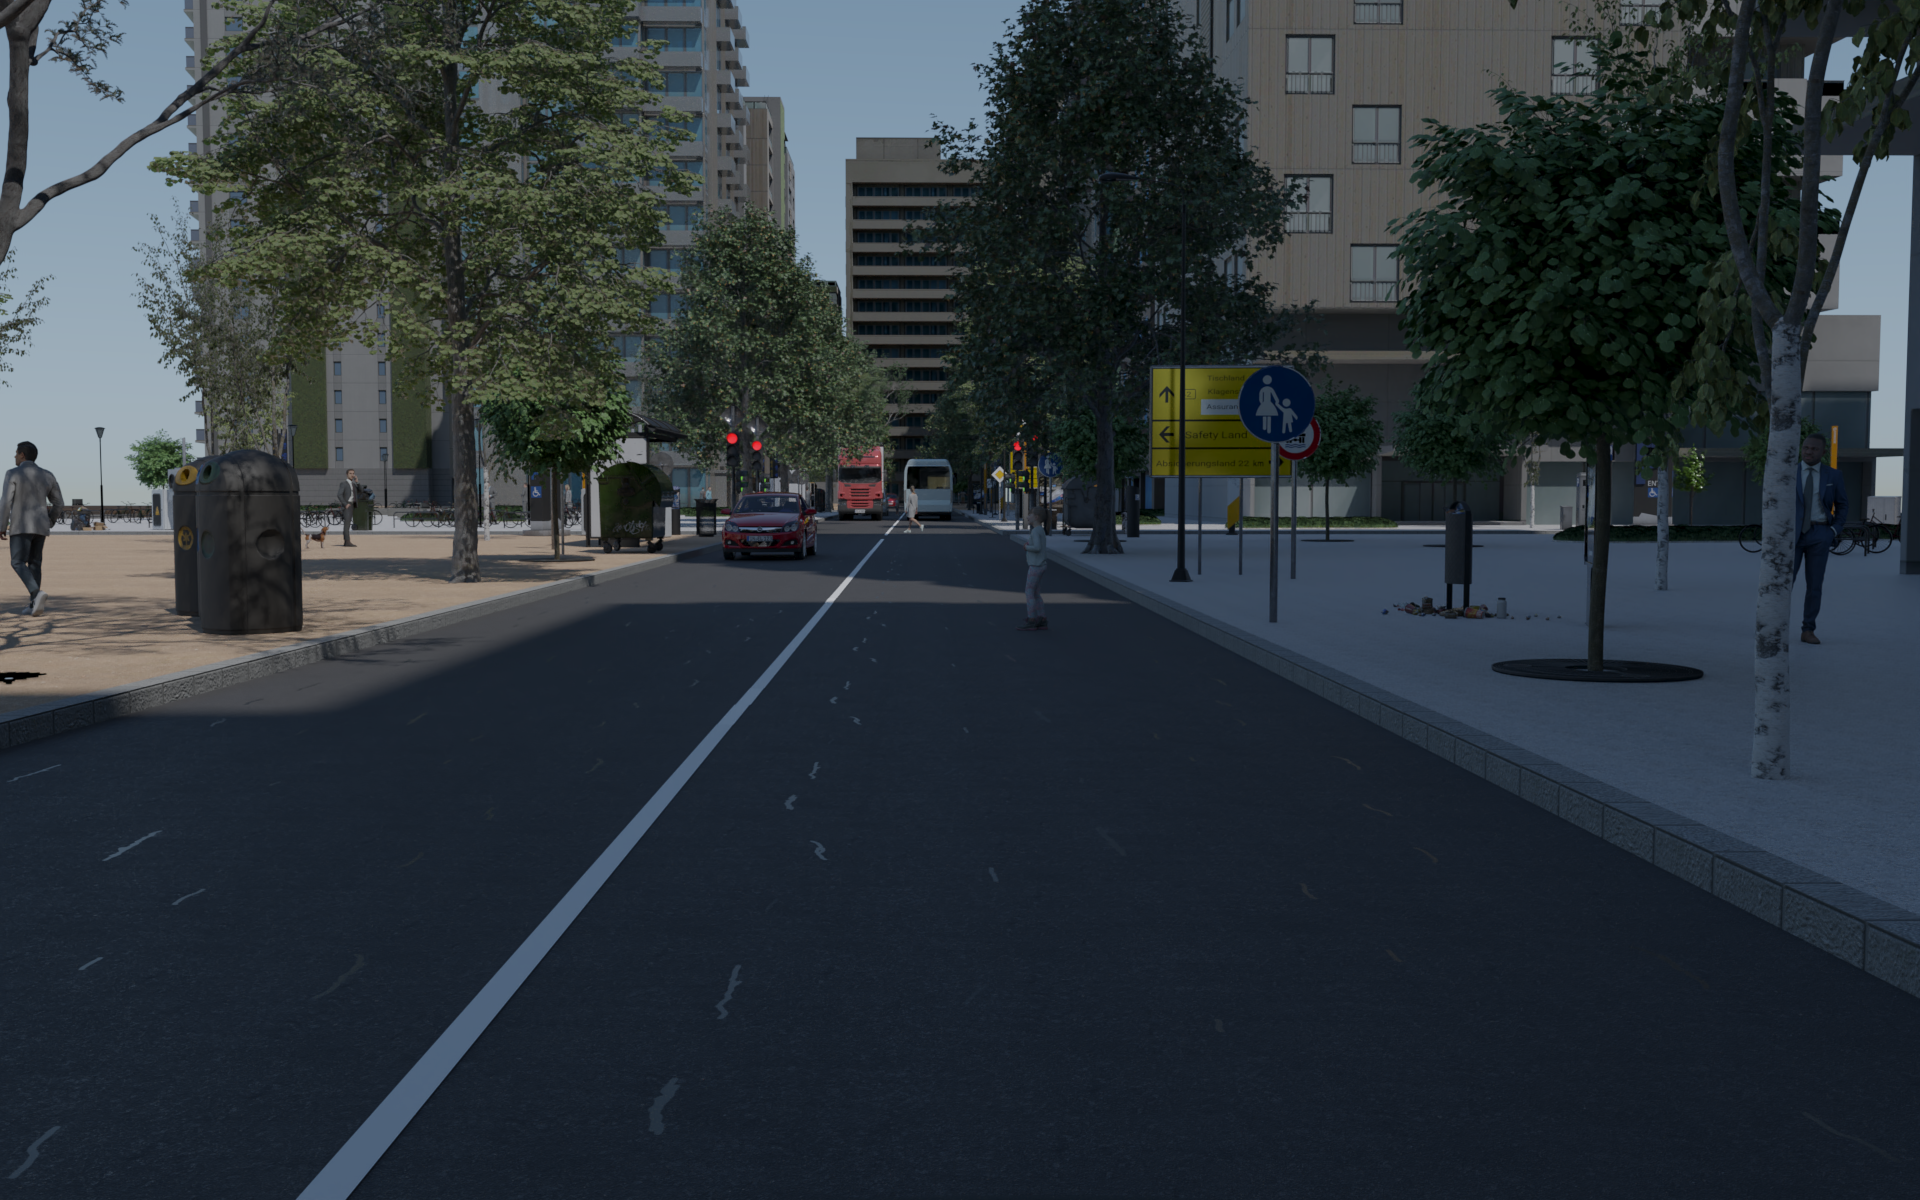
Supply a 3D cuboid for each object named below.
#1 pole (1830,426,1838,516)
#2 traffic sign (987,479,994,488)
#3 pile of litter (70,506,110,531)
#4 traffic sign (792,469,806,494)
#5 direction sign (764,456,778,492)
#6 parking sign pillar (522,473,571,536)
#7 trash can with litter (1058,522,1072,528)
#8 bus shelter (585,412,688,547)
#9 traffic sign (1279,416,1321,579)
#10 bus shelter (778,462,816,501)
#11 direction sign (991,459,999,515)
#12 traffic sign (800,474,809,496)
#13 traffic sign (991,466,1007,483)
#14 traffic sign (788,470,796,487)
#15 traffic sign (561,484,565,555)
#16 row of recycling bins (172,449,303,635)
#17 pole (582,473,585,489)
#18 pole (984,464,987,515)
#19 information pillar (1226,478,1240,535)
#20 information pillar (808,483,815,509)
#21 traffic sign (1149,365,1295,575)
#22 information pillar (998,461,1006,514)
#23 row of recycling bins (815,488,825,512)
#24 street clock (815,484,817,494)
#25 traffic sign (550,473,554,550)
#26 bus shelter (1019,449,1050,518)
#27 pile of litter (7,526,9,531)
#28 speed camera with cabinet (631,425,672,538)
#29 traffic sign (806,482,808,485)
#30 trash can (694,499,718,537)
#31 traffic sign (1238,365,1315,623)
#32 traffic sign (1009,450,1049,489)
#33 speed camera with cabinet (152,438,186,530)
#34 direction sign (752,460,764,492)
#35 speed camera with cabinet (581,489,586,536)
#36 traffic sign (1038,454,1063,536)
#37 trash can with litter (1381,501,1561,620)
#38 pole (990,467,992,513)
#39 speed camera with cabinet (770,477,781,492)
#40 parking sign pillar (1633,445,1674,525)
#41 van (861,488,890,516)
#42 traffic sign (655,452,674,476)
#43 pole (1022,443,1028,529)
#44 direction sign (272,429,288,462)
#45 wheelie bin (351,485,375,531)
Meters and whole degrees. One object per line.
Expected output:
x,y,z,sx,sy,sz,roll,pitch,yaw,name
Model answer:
26.215,-3.558,52.016,0.158,3.312,0.155,0,3,0,pole
2.028,-7.039,117.213,0.606,2.300,0.079,0,4,6,traffic sign
-30.600,-2.878,61.023,1.176,0.858,1.719,1,4,19,pile of litter
-8.282,-5.437,89.000,0.768,2.556,0.104,0,4,5,traffic sign
-9.315,-5.796,86.769,0.379,3.537,0.876,-2,4,-34,direction sign
-12.704,-3.954,53.119,1.447,3.967,1.447,1,4,14,parking sign pillar
4.096,-3.395,66.560,1.678,1.210,2.233,1,4,16,trash can with litter
-8.296,-3.069,44.102,2.014,3.302,5.546,0,4,-1,bus shelter
5.034,-1.589,26.091,0.768,2.556,0.104,0,4,1,traffic sign
-9.348,-6.394,98.458,2.014,3.302,5.546,0,4,-1,bus shelter
2.168,-7.000,106.446,0.379,3.537,0.876,-2,4,-35,direction sign
-8.546,-5.714,93.524,0.768,2.556,0.104,0,4,1,traffic sign
1.900,-5.022,81.841,0.795,2.593,0.064,0,4,7,traffic sign
-8.841,-5.463,89.331,0.884,2.594,0.081,0,4,5,traffic sign
-8.428,-2.244,36.696,0.884,2.594,0.081,0,3,0,traffic sign
-7.218,-0.624,17.323,1.069,1.692,3.534,-2,4,-29,row of recycling bins
-13.374,-4.149,61.679,0.158,3.312,0.155,0,3,0,pole
1.560,-6.835,105.598,0.158,3.312,0.155,0,3,0,pole
8.588,-3.837,54.085,0.504,3.616,0.183,2,4,26,information pillar
-9.523,-6.520,111.093,0.304,2.012,0.304,-2,4,-32,information pillar
4.135,-2.052,27.426,2.265,3.308,0.079,0,4,5,traffic sign
2.769,-7.494,113.874,0.504,3.616,0.183,-1,4,-20,information pillar
-10.461,-7.259,125.803,1.069,1.692,3.534,0,4,5,row of recycling bins
-9.659,-6.695,114.026,0.471,2.002,0.358,-2,4,-30,street clock
-9.400,-2.437,39.949,0.768,2.556,0.104,0,4,-1,traffic sign
3.445,-5.784,85.859,1.731,3.624,6.357,0,4,-1,bus shelter
-32.989,-2.881,61.072,1.719,0.858,1.176,3,5,45,pile of litter
-9.084,-3.414,50.161,0.660,3.252,2.038,1,4,18,speed camera with cabinet
-10.387,-6.987,114.346,0.768,2.556,0.104,0,4,2,traffic sign
-7.601,-2.460,51.872,0.748,1.137,0.748,0,3,0,trash can
3.134,-1.048,17.247,0.768,2.556,0.104,0,4,1,traffic sign
3.434,-5.305,80.617,2.265,3.308,0.079,0,4,8,traffic sign
-28.038,-4.111,61.555,2.038,3.252,0.660,3,5,42,speed camera with cabinet
-10.297,-5.838,87.442,0.876,3.537,0.379,-1,4,-15,direction sign
-10.622,-3.577,52.818,2.038,3.252,0.660,2,4,30,speed camera with cabinet
2.753,-3.210,52.584,0.768,2.556,0.104,0,4,1,traffic sign
5.319,-0.461,18.602,1.678,1.210,2.233,0,4,-4,trash can with litter
2.199,-7.676,119.344,0.158,3.312,0.155,0,3,0,pole
-9.598,-5.977,92.062,0.660,3.252,2.038,-1,4,-19,speed camera with cabinet
25.170,-4.548,62.838,1.447,3.967,1.447,2,4,25,parking sign pillar
-5.564,-6.521,113.629,2.013,2.044,4.112,0,4,0,van
-9.073,-3.210,52.583,0.768,2.556,0.104,0,4,4,traffic sign
2.368,-4.214,62.742,0.158,3.312,0.155,0,3,0,pole
-23.702,-4.185,60.421,0.876,3.537,0.379,3,4,36,direction sign
-20.918,-3.230,60.710,0.693,1.594,0.980,0,4,8,wheelie bin
